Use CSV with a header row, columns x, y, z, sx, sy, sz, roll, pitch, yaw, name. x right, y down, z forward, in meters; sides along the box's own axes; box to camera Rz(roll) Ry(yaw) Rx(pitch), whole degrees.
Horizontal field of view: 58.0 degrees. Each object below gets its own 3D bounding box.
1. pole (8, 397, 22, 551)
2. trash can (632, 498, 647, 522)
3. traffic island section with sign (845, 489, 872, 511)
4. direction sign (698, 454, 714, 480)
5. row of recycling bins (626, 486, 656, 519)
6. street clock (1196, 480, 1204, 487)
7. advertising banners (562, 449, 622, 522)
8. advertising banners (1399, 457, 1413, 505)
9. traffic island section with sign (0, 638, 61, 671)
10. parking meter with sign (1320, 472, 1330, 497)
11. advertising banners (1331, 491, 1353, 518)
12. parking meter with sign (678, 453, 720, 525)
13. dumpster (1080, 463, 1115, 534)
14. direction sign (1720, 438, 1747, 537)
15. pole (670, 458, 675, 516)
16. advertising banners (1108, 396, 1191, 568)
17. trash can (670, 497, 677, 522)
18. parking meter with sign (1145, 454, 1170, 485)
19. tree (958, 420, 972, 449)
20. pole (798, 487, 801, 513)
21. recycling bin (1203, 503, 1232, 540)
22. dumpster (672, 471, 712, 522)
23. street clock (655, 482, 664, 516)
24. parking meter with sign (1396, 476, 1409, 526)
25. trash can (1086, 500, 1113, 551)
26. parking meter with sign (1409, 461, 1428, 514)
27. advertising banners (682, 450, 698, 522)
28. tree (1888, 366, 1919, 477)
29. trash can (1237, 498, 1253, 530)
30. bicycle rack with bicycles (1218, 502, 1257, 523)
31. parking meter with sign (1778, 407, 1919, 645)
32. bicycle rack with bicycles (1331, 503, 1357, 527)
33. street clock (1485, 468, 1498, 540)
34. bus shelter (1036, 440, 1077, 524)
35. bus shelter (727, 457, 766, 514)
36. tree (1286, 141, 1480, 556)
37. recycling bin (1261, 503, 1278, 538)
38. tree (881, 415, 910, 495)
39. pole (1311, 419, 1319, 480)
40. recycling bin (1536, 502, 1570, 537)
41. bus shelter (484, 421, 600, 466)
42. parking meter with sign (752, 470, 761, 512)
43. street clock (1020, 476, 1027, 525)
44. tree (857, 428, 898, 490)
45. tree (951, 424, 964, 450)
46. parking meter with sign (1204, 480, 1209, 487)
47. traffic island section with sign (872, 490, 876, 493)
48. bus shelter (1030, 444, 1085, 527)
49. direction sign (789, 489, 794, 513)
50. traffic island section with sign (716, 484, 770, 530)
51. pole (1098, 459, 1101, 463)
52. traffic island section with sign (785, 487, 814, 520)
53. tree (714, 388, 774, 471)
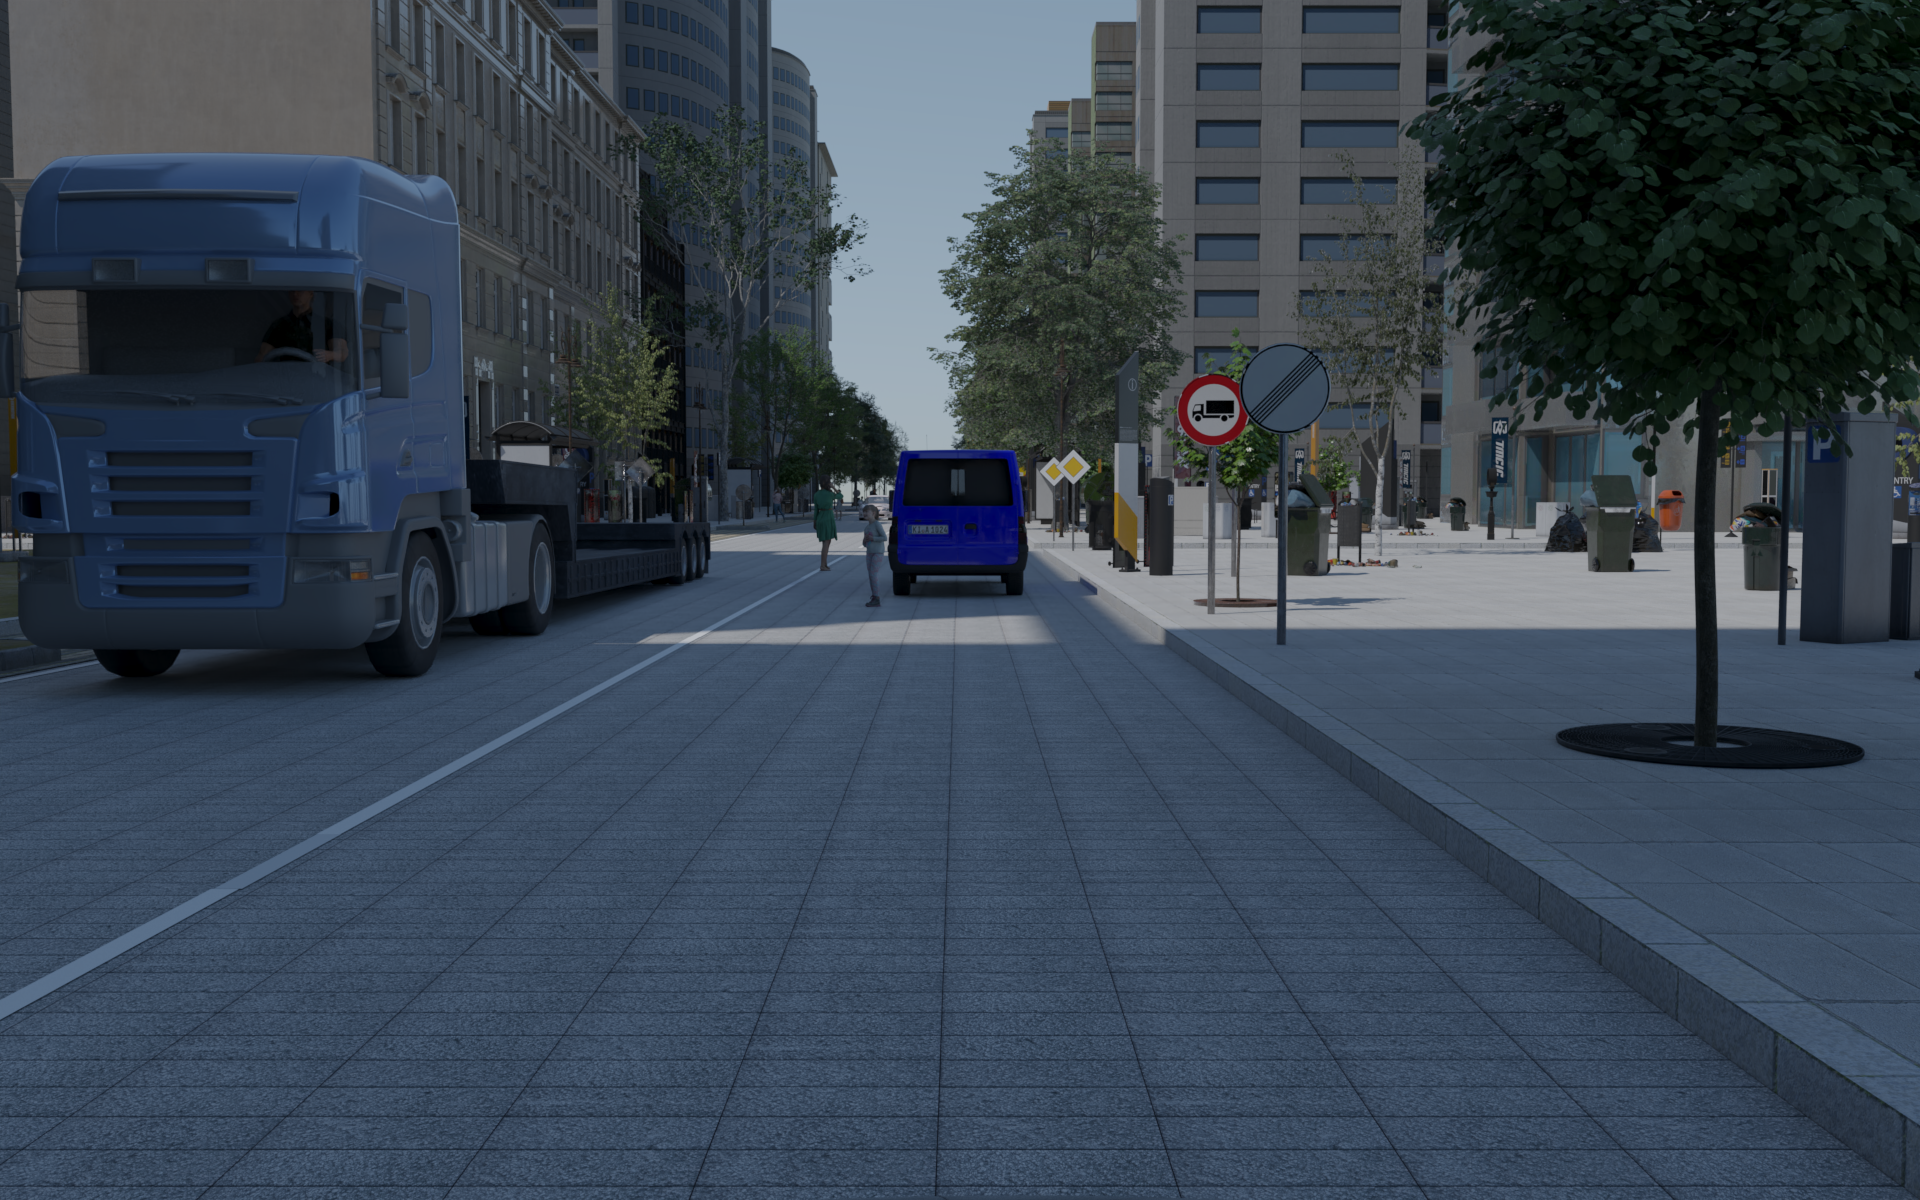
x,y,z,sx,sy,sz,roll,pitch,yaw,name
-19.153,-2.524,35.105,0.158,3.312,0.155,0,3,0,pole
-12.514,-3.413,67.449,0.748,1.137,0.748,0,3,0,trash can
-8.685,-8.438,146.586,1.989,1.847,2.006,0,3,0,traffic island section with sign
-14.399,-6.499,98.252,0.876,3.537,0.379,-1,4,-19,direction sign
-16.742,-5.132,91.013,1.069,1.692,3.534,0,4,5,row of recycling bins
12.801,-5.355,92.126,0.471,2.002,0.358,0,4,5,street clock
-11.563,-3.567,54.503,2.074,3.025,0.090,-2,4,-29,advertising banners
21.116,-5.251,82.050,0.090,3.025,2.074,2,4,32,advertising banners
-8.685,-0.348,14.315,1.989,1.847,2.006,0,3,0,traffic island section with sign
14.709,-4.615,71.712,0.543,3.016,1.738,-2,4,-30,parking meter with sign
18.750,-5.569,87.242,2.074,3.025,0.090,0,4,3,advertising banners
-10.966,-4.682,72.810,1.738,3.016,0.543,0,4,-1,parking meter with sign
4.651,-3.242,55.495,1.502,2.255,1.985,0,3,0,dumpster
22.982,-3.640,51.507,0.379,3.537,0.876,-2,4,-26,direction sign
-16.828,-6.559,101.078,0.158,3.312,0.155,0,3,0,pole
3.404,-2.099,30.506,2.074,3.025,0.090,-3,4,-38,advertising banners
-12.686,-4.056,77.965,0.748,1.137,0.748,0,3,0,trash can
8.710,-4.828,75.199,0.543,3.016,1.738,-3,4,-39,parking meter with sign
3.437,-19.643,239.295,7.486,12.596,7.792,0,3,0,tree
-11.158,-7.740,120.384,0.158,3.312,0.155,0,3,0,pole
7.404,-2.249,49.320,0.722,1.027,0.722,3,5,45,recycling bin
-11.491,-4.387,74.223,1.502,2.255,1.985,0,4,0,dumpster
-17.328,-5.833,99.940,0.358,2.002,0.471,2,4,33,street clock
17.122,-4.418,68.488,0.543,3.016,1.738,2,4,31,parking meter with sign
3.241,-1.705,39.526,0.748,1.137,0.748,0,3,0,trash can
23.928,-5.856,92.004,1.738,3.016,0.543,1,4,15,parking meter with sign
-10.681,-4.433,68.660,0.090,3.025,2.074,0,4,8,advertising banners
19.793,-5.128,34.208,4.737,8.622,4.395,0,3,0,tree
10.167,-3.093,62.224,0.748,1.137,0.748,0,3,0,trash can
12.052,-3.869,76.640,2.852,0.926,2.925,1,4,14,bicycle rack with bicycles
7.731,-1.146,14.994,1.738,3.016,0.543,-2,4,-26,parking meter with sign
15.152,-3.283,67.061,2.925,0.926,2.852,3,5,43,bicycle rack with bicycles
14.826,-2.676,48.317,0.358,2.002,0.471,1,4,10,street clock
4.293,-5.249,77.102,1.731,3.624,6.357,0,3,0,bus shelter
-12.176,-6.330,97.420,2.014,3.302,5.546,0,4,0,bus shelter
8.711,-5.231,35.885,4.360,8.622,3.978,0,3,0,tree
9.380,-2.374,51.368,0.722,1.027,0.722,0,4,-7,recycling bin
-11.668,-21.774,266.376,12.009,13.543,11.850,0,3,0,tree
9.595,-3.244,46.875,0.158,3.312,0.155,0,3,0,pole
17.899,-2.430,52.288,0.722,1.027,0.722,-3,4,-37,recycling bin
-12.073,-3.459,50.478,2.014,3.302,5.546,0,4,0,bus shelter
-14.801,-7.635,121.098,1.738,3.016,0.543,1,4,12,parking meter with sign
2.494,-3.945,69.066,0.358,2.002,0.471,-1,4,-20,street clock
-11.356,-17.488,220.339,7.601,10.594,8.767,-3,5,-42,tree
4.139,-16.924,187.084,12.009,13.543,11.850,0,3,0,tree
12.577,-5.581,87.507,0.543,3.016,1.738,1,4,18,parking meter with sign
-8.687,-10.116,174.017,1.989,1.847,2.006,0,3,0,traffic island section with sign
3.925,-4.663,70.162,2.014,3.302,5.546,0,3,0,bus shelter
-11.408,-7.635,116.825,0.379,3.537,0.876,-2,4,-32,direction sign
-8.679,-3.727,69.572,1.989,1.847,2.006,0,3,0,traffic island section with sign
7.919,-6.382,98.184,0.158,3.312,0.155,0,3,0,pole
-8.687,-5.376,96.527,1.989,1.847,2.006,0,3,0,traffic island section with sign
-15.023,-10.254,118.007,4.737,8.622,4.395,0,3,0,tree
